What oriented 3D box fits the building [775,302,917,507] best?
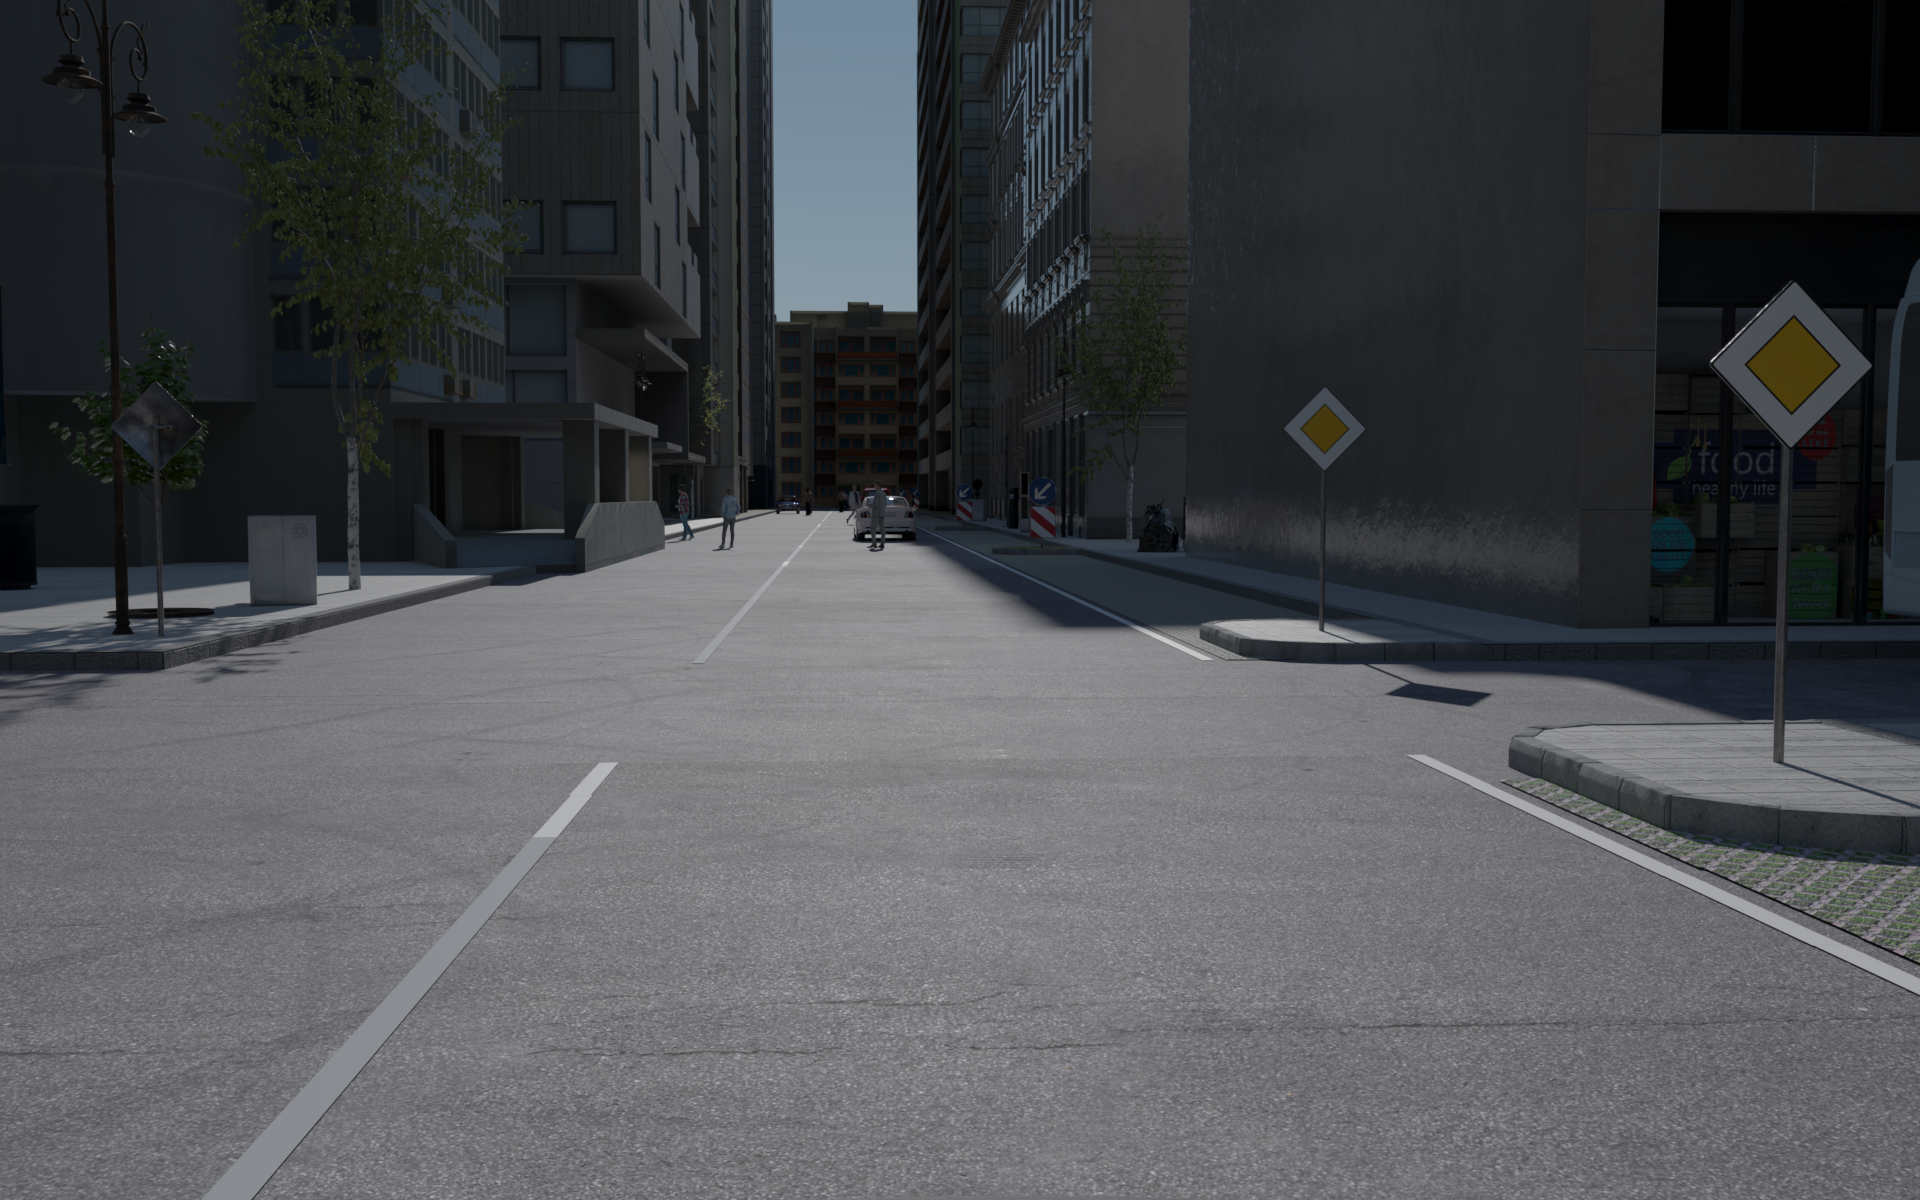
[{"bbox_3d":[-10.168,-20.966,187.830,28.899,21.520,27.650,0,4,-4],"label":"building"}]

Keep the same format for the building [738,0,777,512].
[{"bbox_3d":[-27.354,-43.821,154.717,20.611,71.187,20.563,0,4,-4],"label":"building"}]

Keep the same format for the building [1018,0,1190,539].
[{"bbox_3d":[7.668,-12.744,57.515,9.793,20.994,18.267,0,4,-4],"label":"building"}]

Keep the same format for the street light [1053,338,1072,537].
[{"bbox_3d":[3.086,-4.810,51.423,0.468,5.910,1.993,0,4,-4],"label":"street light"}]

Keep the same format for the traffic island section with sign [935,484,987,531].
[{"bbox_3d":[0.011,-3.649,68.291,1.989,1.847,2.006,0,4,-4],"label":"traffic island section with sign"}]

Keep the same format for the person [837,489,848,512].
[{"bbox_3d":[-9.278,-7.773,135.591,0.705,1.823,1.348,2,4,32],"label":"person"}]

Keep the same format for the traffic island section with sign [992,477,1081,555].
[{"bbox_3d":[1.782,-2.004,41.394,1.989,1.847,2.006,0,4,-4],"label":"traffic island section with sign"}]

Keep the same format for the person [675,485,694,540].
[{"bbox_3d":[-8.497,-2.703,53.527,0.643,1.720,0.563,-1,4,-19],"label":"person"}]

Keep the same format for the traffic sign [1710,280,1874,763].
[{"bbox_3d":[3.911,-0.280,8.220,0.795,2.450,0.064,0,4,-4],"label":"traffic sign"}]

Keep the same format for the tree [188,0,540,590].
[{"bbox_3d":[-7.948,-4.454,23.190,4.737,8.622,4.395,0,3,0],"label":"tree"}]

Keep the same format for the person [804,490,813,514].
[{"bbox_3d":[-10.976,-7.084,125.119,0.742,1.727,0.445,1,4,20],"label":"person"}]

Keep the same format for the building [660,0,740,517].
[{"bbox_3d":[-19.929,-25.258,96.566,14.154,41.232,14.086,0,4,-4],"label":"building"}]

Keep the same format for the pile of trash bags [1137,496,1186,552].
[{"bbox_3d":[5.145,-1.822,39.543,1.912,1.369,3.447,1,4,16],"label":"pile of trash bags"}]

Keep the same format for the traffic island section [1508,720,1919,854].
[{"bbox_3d":[3.934,0.855,8.299,2.009,0.180,2.903,0,4,-4],"label":"traffic island section"}]

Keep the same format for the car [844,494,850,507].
[{"bbox_3d":[-10.225,-9.205,162.292,2.131,1.459,4.920,0,4,-5],"label":"car"}]

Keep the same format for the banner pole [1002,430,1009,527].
[{"bbox_3d":[1.795,-4.712,67.065,0.401,3.779,0.863,1,4,12],"label":"banner pole"}]

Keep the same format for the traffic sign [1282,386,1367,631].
[{"bbox_3d":[3.390,-0.767,16.188,0.795,2.450,0.064,0,4,-4],"label":"traffic sign"}]

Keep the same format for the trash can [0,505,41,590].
[{"bbox_3d":[-12.736,-0.708,23.235,0.748,1.137,0.748,0,3,0],"label":"trash can"}]

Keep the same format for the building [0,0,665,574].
[{"bbox_3d":[-23.340,-21.055,36.127,32.217,40.220,23.993,0,4,-4],"label":"building"}]

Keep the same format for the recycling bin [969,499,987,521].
[{"bbox_3d":[0.846,-4.248,82.005,0.722,1.027,0.722,1,4,13],"label":"recycling bin"}]

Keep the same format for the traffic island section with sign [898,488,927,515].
[{"bbox_3d":[-3.235,-6.691,118.023,1.989,1.847,2.006,0,4,-4],"label":"traffic island section with sign"}]

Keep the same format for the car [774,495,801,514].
[{"bbox_3d":[-12.526,-6.944,126.110,1.945,1.354,3.894,0,4,-6],"label":"car"}]

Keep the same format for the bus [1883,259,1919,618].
[{"bbox_3d":[14.007,-1.109,12.996,13.247,3.499,2.948,0,4,-5],"label":"bus"}]

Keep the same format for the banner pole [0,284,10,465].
[{"bbox_3d":[-10.225,-1.705,17.889,0.401,3.779,0.863,2,4,27],"label":"banner pole"}]

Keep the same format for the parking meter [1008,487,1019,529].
[{"bbox_3d":[1.975,-3.399,63.981,0.372,1.533,0.369,0,3,0],"label":"parking meter"}]

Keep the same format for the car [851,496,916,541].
[{"bbox_3d":[-2.403,-2.597,54.821,2.083,1.381,4.827,0,4,-5],"label":"car"}]

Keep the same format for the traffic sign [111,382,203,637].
[{"bbox_3d":[-7.183,-0.726,15.520,0.795,2.450,0.064,0,4,-4],"label":"traffic sign"}]

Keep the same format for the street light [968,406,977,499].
[{"bbox_3d":[0.660,-7.226,90.929,0.468,5.910,1.993,0,4,-4],"label":"street light"}]

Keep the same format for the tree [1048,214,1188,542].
[{"bbox_3d":[4.474,-5.855,46.099,4.737,8.622,4.395,0,3,0],"label":"tree"}]

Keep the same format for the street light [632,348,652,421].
[{"bbox_3d":[-10.113,-5.040,55.184,0.468,5.910,1.993,0,4,-4],"label":"street light"}]

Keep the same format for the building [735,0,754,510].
[{"bbox_3d":[-23.174,-29.444,131.514,14.600,45.320,14.200,0,4,-4],"label":"building"}]

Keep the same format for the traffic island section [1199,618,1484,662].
[{"bbox_3d":[3.413,0.368,16.267,2.009,0.180,2.903,0,4,-4],"label":"traffic island section"}]

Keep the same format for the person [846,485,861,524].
[{"bbox_3d":[-4.993,-4.469,81.450,0.818,1.842,0.514,3,4,37],"label":"person"}]

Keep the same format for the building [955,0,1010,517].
[{"bbox_3d":[6.615,-25.562,101.539,14.154,41.232,14.086,0,4,-4],"label":"building"}]

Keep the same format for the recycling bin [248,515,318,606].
[{"bbox_3d":[-7.900,-0.467,20.188,0.722,1.027,0.722,-1,4,-23],"label":"recycling bin"}]

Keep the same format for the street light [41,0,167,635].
[{"bbox_3d":[-7.664,-2.623,15.680,0.468,5.910,1.993,0,4,-4],"label":"street light"}]

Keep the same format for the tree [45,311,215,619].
[{"bbox_3d":[-8.442,-1.454,18.367,1.663,3.219,1.824,0,3,0],"label":"tree"}]

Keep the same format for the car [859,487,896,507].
[{"bbox_3d":[-4.887,-5.664,101.280,2.281,1.827,5.304,0,4,-2],"label":"car"}]

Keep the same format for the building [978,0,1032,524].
[{"bbox_3d":[7.941,-17.233,79.031,12.463,27.353,25.104,0,4,-4],"label":"building"}]

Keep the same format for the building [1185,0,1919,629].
[{"bbox_3d":[22.221,-13.568,26.357,34.151,26.468,19.350,0,4,-4],"label":"building"}]

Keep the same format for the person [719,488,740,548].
[{"bbox_3d":[-6.181,-2.209,46.422,0.589,1.601,0.330,-2,4,-26],"label":"person"}]

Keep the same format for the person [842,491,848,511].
[{"bbox_3d":[-9.939,-8.497,148.363,0.756,1.711,0.436,0,4,-4],"label":"person"}]

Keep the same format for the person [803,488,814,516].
[{"bbox_3d":[-10.146,-6.564,115.835,0.705,1.823,1.348,-2,4,-35],"label":"person"}]

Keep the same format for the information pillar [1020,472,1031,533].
[{"bbox_3d":[2.177,-3.251,57.641,0.304,2.012,0.304,1,4,12],"label":"information pillar"}]

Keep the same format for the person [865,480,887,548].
[{"bbox_3d":[-2.241,-2.290,46.134,0.583,1.804,0.606,1,4,19],"label":"person"}]

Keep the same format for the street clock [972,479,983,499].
[{"bbox_3d":[0.831,-4.821,83.387,0.471,2.002,0.358,-1,4,-12],"label":"street clock"}]

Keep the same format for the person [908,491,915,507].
[{"bbox_3d":[-3.130,-6.214,111.572,0.415,1.643,0.593,-1,4,-19],"label":"person"}]

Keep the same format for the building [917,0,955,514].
[{"bbox_3d":[7.601,-31.701,142.014,21.300,48.544,21.600,0,4,-4],"label":"building"}]

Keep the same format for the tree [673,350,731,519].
[{"bbox_3d":[-13.811,-8.393,87.593,4.360,8.622,3.978,0,3,0],"label":"tree"}]

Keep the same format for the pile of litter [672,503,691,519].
[{"bbox_3d":[-14.252,-4.591,89.027,1.176,0.858,1.719,1,4,16],"label":"pile of litter"}]

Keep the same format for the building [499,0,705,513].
[{"bbox_3d":[-24.959,-29.367,69.391,28.713,52.752,27.495,0,4,-4],"label":"building"}]
